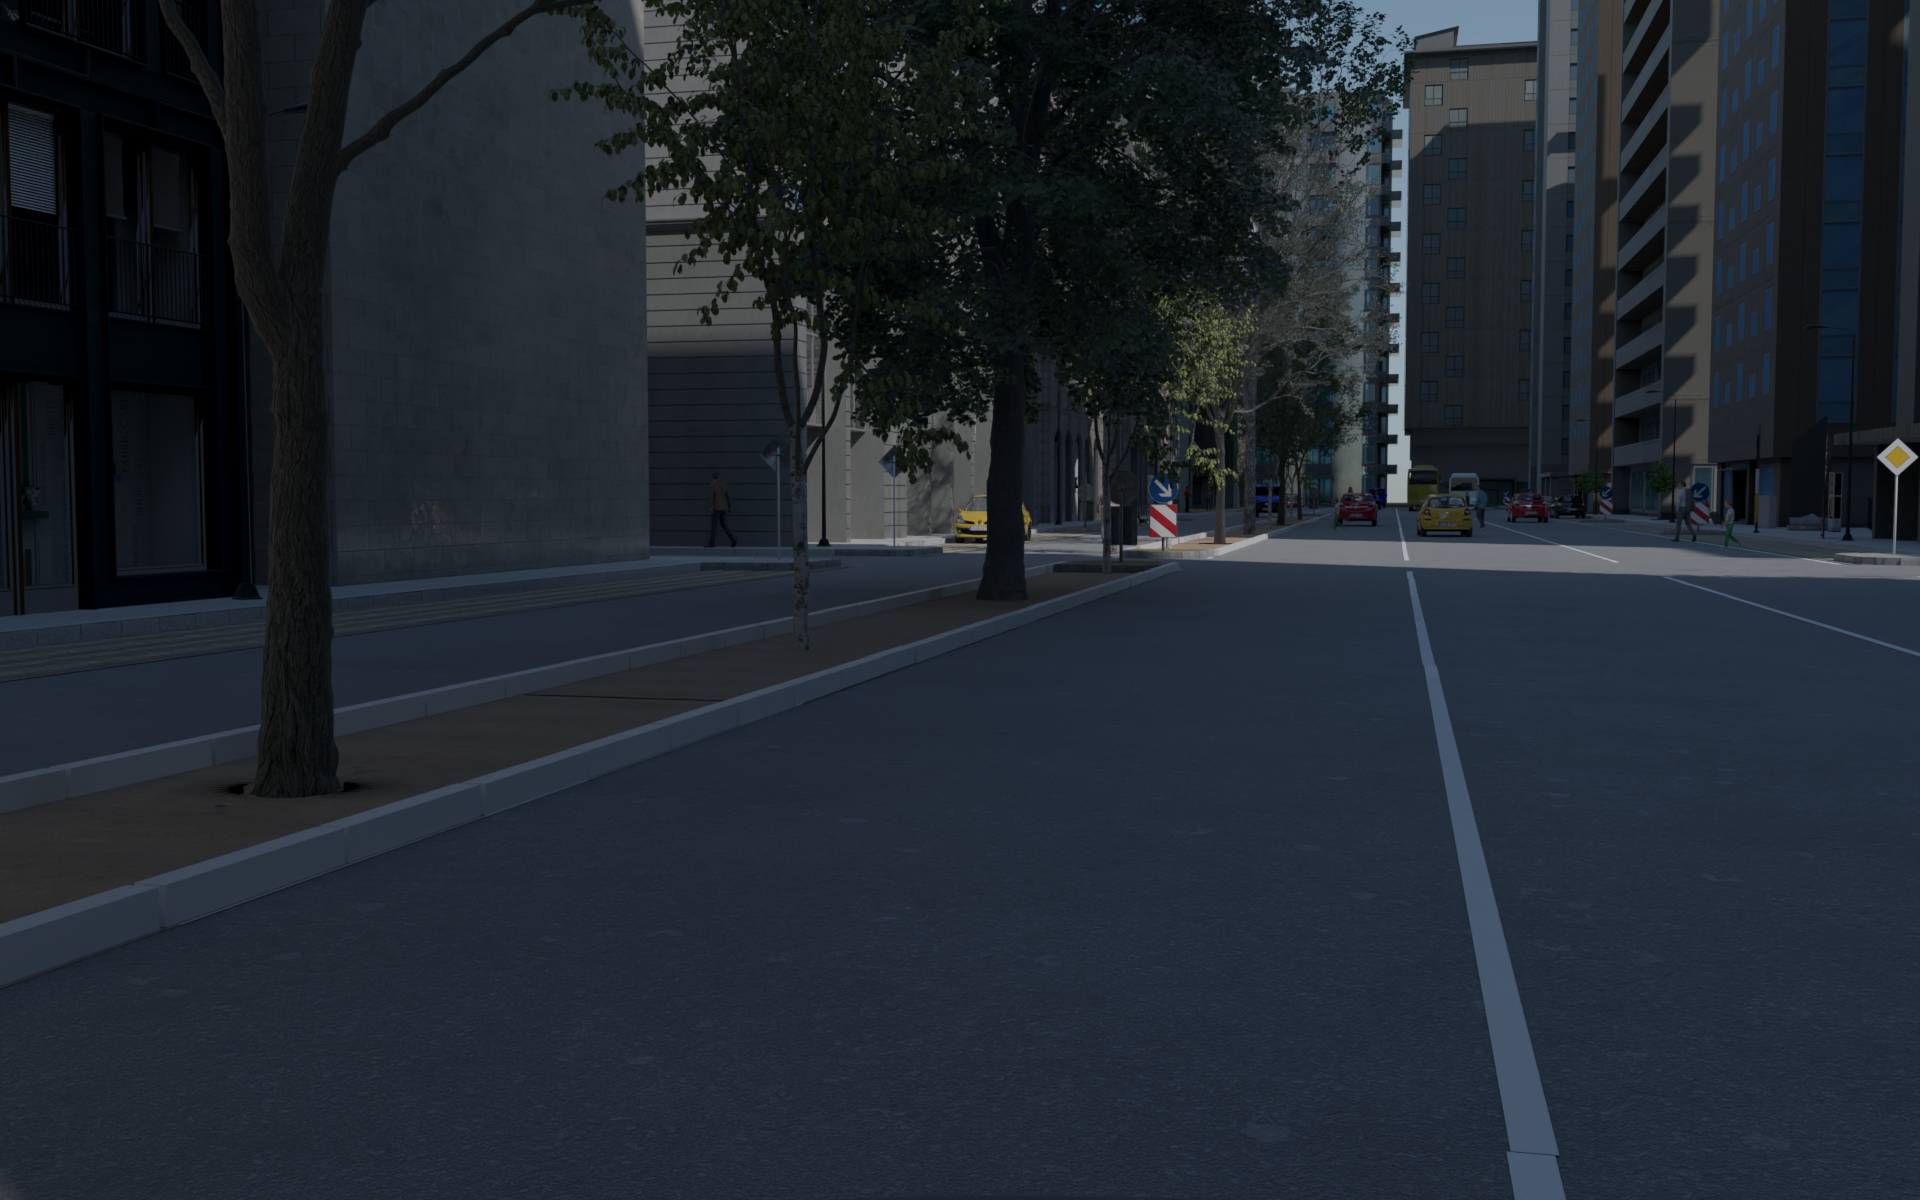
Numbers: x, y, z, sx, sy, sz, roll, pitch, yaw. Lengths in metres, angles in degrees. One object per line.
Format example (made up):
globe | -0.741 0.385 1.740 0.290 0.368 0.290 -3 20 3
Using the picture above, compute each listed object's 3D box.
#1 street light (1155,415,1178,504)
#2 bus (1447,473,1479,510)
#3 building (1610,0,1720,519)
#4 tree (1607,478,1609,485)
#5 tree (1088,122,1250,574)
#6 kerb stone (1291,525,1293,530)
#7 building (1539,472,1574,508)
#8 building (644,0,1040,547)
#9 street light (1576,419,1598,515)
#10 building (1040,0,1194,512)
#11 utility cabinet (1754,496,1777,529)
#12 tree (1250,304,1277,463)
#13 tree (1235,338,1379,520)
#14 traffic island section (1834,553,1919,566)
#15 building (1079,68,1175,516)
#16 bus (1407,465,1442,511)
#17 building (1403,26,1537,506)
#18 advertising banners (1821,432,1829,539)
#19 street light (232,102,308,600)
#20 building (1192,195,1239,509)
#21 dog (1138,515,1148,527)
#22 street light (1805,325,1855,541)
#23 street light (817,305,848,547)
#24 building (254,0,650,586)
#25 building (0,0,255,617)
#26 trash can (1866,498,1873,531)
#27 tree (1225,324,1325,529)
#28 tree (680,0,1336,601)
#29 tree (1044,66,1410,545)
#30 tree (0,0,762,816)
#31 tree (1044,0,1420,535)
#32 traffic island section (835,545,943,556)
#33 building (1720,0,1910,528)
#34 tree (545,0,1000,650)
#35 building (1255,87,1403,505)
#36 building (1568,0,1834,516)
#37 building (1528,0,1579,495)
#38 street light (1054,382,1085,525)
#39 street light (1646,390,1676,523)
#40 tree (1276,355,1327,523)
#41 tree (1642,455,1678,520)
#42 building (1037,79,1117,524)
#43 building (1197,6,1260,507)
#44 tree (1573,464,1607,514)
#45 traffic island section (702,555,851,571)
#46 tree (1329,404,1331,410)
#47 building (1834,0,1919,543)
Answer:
street light | 12.044 -7.888 101.513 1.470 5.913 1.316 1 4 14
bus | 46.402 -10.080 159.659 2.948 3.499 13.247 1 4 16
building | 48.568 -28.789 94.401 21.300 48.544 21.600 1 4 14
tree | 42.498 -7.413 115.812 1.663 3.219 1.824 0 3 0
tree | 2.600 -4.745 30.394 4.737 8.622 4.395 0 3 0
kerb stone | 12.759 -2.763 67.364 0.120 0.150 1.000 1 4 14
building | 63.919 -27.298 138.196 32.217 40.220 23.993 1 4 14
building | -5.609 -17.060 56.420 11.434 29.767 29.804 1 4 14
street light | 38.936 -8.255 107.504 1.470 5.913 1.316 1 4 14
building | 6.955 -50.030 130.667 22.319 86.520 31.000 1 4 14
utility cabinet | 30.086 -3.273 64.674 0.306 1.237 1.020 0 4 -6
tree | 4.929 -5.364 40.525 4.737 8.622 4.395 0 3 0
tree | 18.890 -9.714 95.695 8.767 10.594 7.601 1 4 14
traffic island section | 19.492 -0.842 36.054 2.009 0.180 2.903 1 4 14
building | 5.794 -17.535 104.722 12.078 24.808 19.932 1 4 14
bus | 39.524 -9.539 147.513 2.896 3.916 12.252 1 4 16
building | 65.586 -37.491 202.208 27.495 52.752 28.713 1 4 14
advertising banners | 24.926 -3.286 49.918 0.090 3.025 2.074 2 4 25
street light | -8.173 -2.953 20.818 1.470 5.913 1.316 1 4 14
building | 17.158 -23.370 153.807 14.160 30.474 14.107 1 4 14
dog | 7.987 -3.457 75.804 0.540 0.507 0.406 1 4 8
street light | 23.854 -4.586 47.525 1.470 5.913 1.316 1 4 14
street light | -2.805 -4.253 42.076 1.470 5.913 1.316 1 4 14
building | -15.529 -10.749 30.494 16.860 20.320 10.420 1 4 14
building | -16.741 -11.329 14.903 12.332 23.373 15.834 1 4 14
trash can | 32.237 -3.008 60.841 0.748 1.137 0.748 0 3 0
tree | 12.645 -7.196 70.480 4.360 8.622 3.978 0 3 0
tree | 0.590 -6.973 23.122 9.857 13.997 8.962 0 3 0
tree | 7.353 -8.297 48.489 12.009 13.543 11.850 0 3 0
tree | -3.099 -4.867 7.790 9.928 11.665 9.643 0 3 0
tree | 9.241 -12.433 61.620 12.611 20.169 13.585 0 3 0
traffic island section | -1.601 -1.164 41.314 2.009 0.180 2.903 1 4 14
building | 39.459 -25.689 70.124 14.600 45.320 14.200 1 4 14
tree | -1.470 -3.824 15.341 4.737 8.622 4.395 0 3 0
building | 37.001 -35.953 207.434 30.456 49.044 23.786 1 4 14
building | 51.115 -28.836 121.585 14.600 45.320 14.200 1 4 14
building | 65.705 -38.099 164.920 21.231 58.520 28.212 1 4 14
street light | 4.628 -6.079 71.940 1.470 5.913 1.316 1 4 14
street light | 31.394 -6.422 77.543 1.470 5.913 1.316 1 4 14
tree | 16.087 -8.110 85.415 4.737 8.622 4.395 0 3 0
tree | 34.305 -5.529 84.999 1.663 3.219 1.824 0 3 0
building | -0.032 -14.773 83.347 13.314 21.916 24.055 1 4 14
building | 16.593 -39.091 181.135 28.212 58.520 21.231 1 4 14
tree | 40.708 -7.222 112.677 1.663 3.219 1.824 0 3 0
traffic island section | -3.539 -0.690 33.567 2.009 0.180 2.903 1 4 14
tree | 17.233 -8.385 89.912 4.360 8.622 3.978 0 3 0
building | 38.438 -23.691 41.974 28.867 44.769 22.147 1 4 14
